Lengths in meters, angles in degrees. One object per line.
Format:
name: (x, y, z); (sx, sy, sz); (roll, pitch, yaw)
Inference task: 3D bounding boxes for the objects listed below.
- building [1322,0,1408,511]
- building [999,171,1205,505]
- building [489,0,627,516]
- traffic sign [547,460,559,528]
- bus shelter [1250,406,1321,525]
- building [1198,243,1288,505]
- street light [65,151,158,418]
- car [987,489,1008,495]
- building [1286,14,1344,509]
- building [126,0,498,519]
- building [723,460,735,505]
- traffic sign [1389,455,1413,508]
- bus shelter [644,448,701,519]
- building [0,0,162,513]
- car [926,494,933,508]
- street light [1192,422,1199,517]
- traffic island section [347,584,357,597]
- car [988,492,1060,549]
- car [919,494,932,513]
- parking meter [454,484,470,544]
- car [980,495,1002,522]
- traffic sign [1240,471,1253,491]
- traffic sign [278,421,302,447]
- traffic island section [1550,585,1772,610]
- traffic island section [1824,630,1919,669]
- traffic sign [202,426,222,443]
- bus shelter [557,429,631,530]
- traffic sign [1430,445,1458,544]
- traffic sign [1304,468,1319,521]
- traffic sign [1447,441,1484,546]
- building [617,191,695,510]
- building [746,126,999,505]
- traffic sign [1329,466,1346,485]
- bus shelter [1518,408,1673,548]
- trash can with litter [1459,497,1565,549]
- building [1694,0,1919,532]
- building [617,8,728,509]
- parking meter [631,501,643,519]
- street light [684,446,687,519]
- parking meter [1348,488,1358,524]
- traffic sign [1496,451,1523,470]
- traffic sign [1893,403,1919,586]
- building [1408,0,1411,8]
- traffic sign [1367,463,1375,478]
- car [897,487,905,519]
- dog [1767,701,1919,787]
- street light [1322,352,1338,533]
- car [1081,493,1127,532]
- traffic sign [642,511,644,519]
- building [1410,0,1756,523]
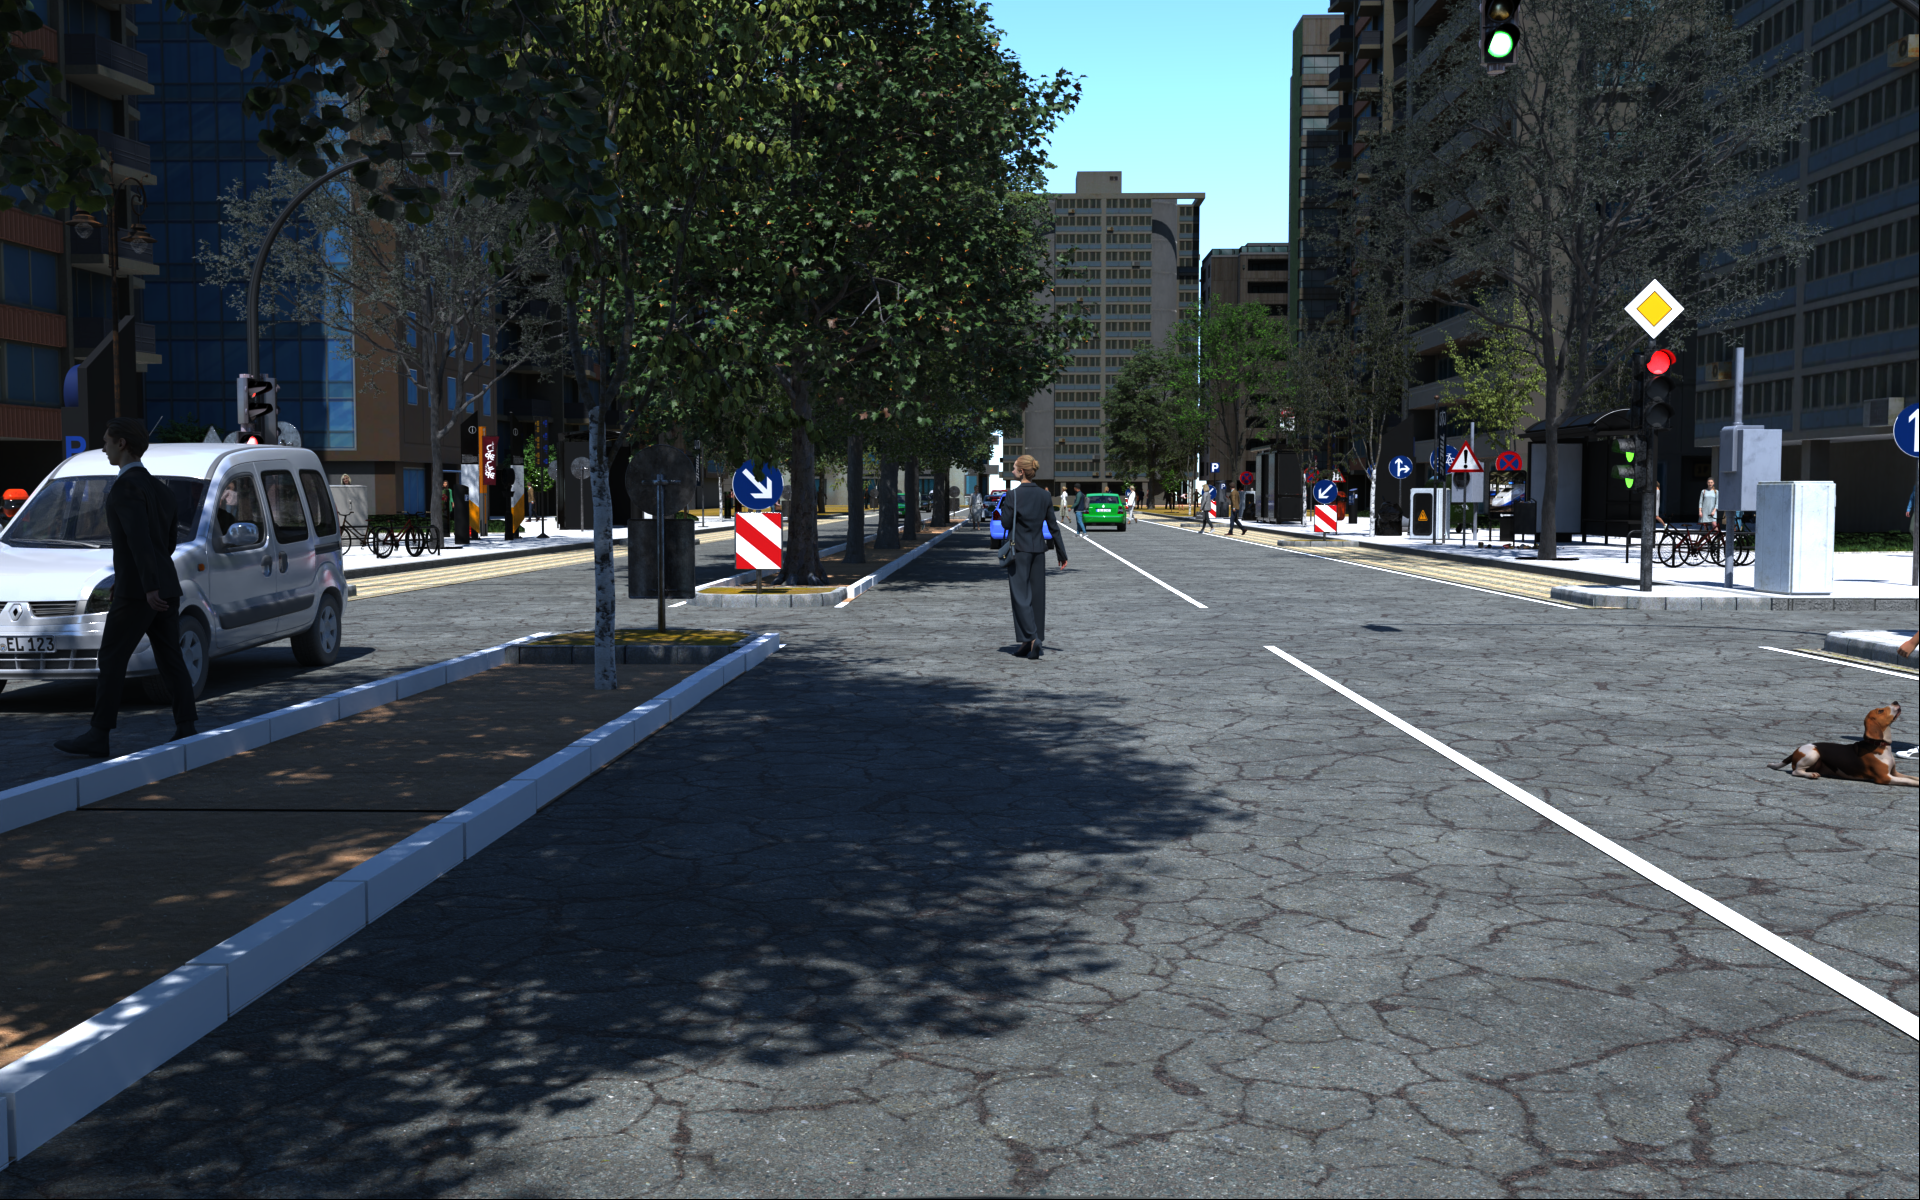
building: (39.543, -29.072, 129.959); (22.147, 44.769, 28.867); (0, 4, 2)
building: (16.811, -31.759, 211.144); (23.993, 40.220, 32.217); (0, 4, 2)
building: (-33.998, -28.044, 113.148); (22.147, 44.769, 28.867); (0, 4, 2)
traffic sign: (-15.043, -3.951, 64.707); (0.768, 2.556, 0.104); (0, 4, 6)
bus shelter: (14.202, -6.072, 76.903); (2.179, 5.291, 8.768); (0, 4, 2)
building: (35.589, -26.314, 201.942); (14.107, 30.474, 14.160); (0, 4, 2)
street light: (-11.460, -3.104, 23.539); (0.468, 5.910, 1.993); (0, 4, 2)
car: (3.376, -8.348, 145.158); (2.281, 1.827, 5.304); (0, 4, 1)
building: (35.699, -28.634, 151.768); (14.154, 41.232, 14.086); (0, 4, 2)
building: (-30.662, -26.304, 80.188); (14.600, 45.320, 14.200); (0, 4, 2)
building: (-36.288, -46.933, 205.600); (20.611, 71.187, 20.563); (0, 4, 2)
traffic sign: (14.538, -3.492, 57.195); (0.768, 2.556, 0.104); (1, 4, 10)
bus shelter: (-12.556, -4.904, 74.111); (2.014, 3.302, 5.546); (0, 4, 2)
building: (-38.402, -24.240, 50.941); (22.147, 44.769, 28.867); (0, 4, 2)
car: (-2.967, -9.252, 161.058); (2.009, 1.686, 4.222); (0, 4, 4)
street light: (13.220, -7.622, 97.415); (0.468, 5.910, 1.993); (0, 4, 2)
traffic island section: (-9.474, -0.067, 23.372); (2.009, 0.180, 2.903); (0, 4, 2)
car: (1.687, -2.236, 46.151); (1.945, 1.707, 3.694); (0, 4, 3)
car: (-3.169, -7.654, 134.928); (2.009, 1.686, 4.222); (0, 4, 3)
parking meter: (-12.755, -2.197, 44.338); (0.372, 1.533, 0.369); (0, 3, 0)
car: (1.904, -4.751, 89.681); (2.014, 1.417, 4.499); (0, 4, 2)
traffic sign: (15.991, -5.908, 96.699); (0.768, 2.556, 0.104); (1, 4, 9)
traffic sign: (-11.868, -1.846, 30.288); (0.768, 2.556, 0.104); (1, 4, 11)
traffic island section: (9.059, -0.033, 22.823); (2.009, 0.180, 2.903); (0, 4, 2)
traffic island section: (8.824, 0.455, 14.841); (2.009, 0.180, 2.903); (0, 4, 2)
traffic sign: (-14.250, -2.020, 33.030); (0.884, 2.594, 0.081); (0, 4, 6)
bus shelter: (-13.487, -4.506, 64.957); (1.731, 3.624, 6.357); (0, 4, 2)
traffic sign: (12.537, -2.735, 44.818); (0.768, 2.556, 0.104); (1, 4, 9)
traffic sign: (16.438, -4.952, 81.078); (0.768, 2.556, 0.104); (0, 4, 4)
traffic sign: (12.339, -2.589, 42.335); (0.884, 2.594, 0.081); (0, 4, 3)
building: (-28.979, -22.214, 134.894); (14.160, 30.474, 14.107); (0, 4, 2)
building: (-10.531, -35.943, 207.281); (30.456, 49.044, 23.786); (0, 4, 2)
traffic sign: (16.734, -4.719, 77.167); (0.884, 2.594, 0.081); (0, 4, 4)
bus shelter: (15.790, -3.029, 43.454); (2.014, 3.302, 5.546); (0, 4, 2)
trash can with litter: (12.961, -1.821, 40.833); (2.233, 1.210, 1.678); (3, 4, 36)
building: (38.145, -22.030, 52.071); (23.993, 40.220, 32.217); (0, 4, 2)
building: (-28.890, -30.789, 153.504); (14.200, 45.320, 14.600); (0, 4, 2)
parking meter: (-10.429, -2.902, 55.851); (0.372, 1.533, 0.369); (0, 3, 0)
street light: (-10.268, -5.617, 64.621); (0.468, 5.910, 1.993); (0, 4, 2)
parking meter: (17.004, -4.068, 74.921); (0.372, 1.533, 0.369); (0, 3, 0)
traffic sign: (16.127, -3.109, 50.946); (0.768, 2.556, 0.104); (0, 4, 7)
traffic sign: (13.361, -1.470, 24.145); (0.768, 2.556, 0.104); (0, 4, 5)
building: (35.204, -26.003, 108.748); (14.154, 41.232, 14.086); (0, 4, 2)
traffic sign: (17.054, -4.336, 71.003); (0.768, 2.556, 0.104); (1, 4, 10)
car: (-3.103, -4.916, 89.177); (1.959, 1.807, 4.718); (0, 4, 2)
dog: (4.501, 0.699, 8.766); (0.550, 0.427, 0.748); (0, 4, -5)
street light: (11.983, -5.108, 56.309); (0.468, 5.910, 1.993); (0, 4, 2)
car: (5.546, -3.595, 67.581); (1.959, 1.807, 4.718); (0, 4, 3)
traffic sign: (-11.095, -3.709, 60.645); (0.884, 2.594, 0.081); (1, 4, 9)
building: (35.362, -28.255, 85.675); (21.300, 48.544, 21.600); (0, 4, 2)
